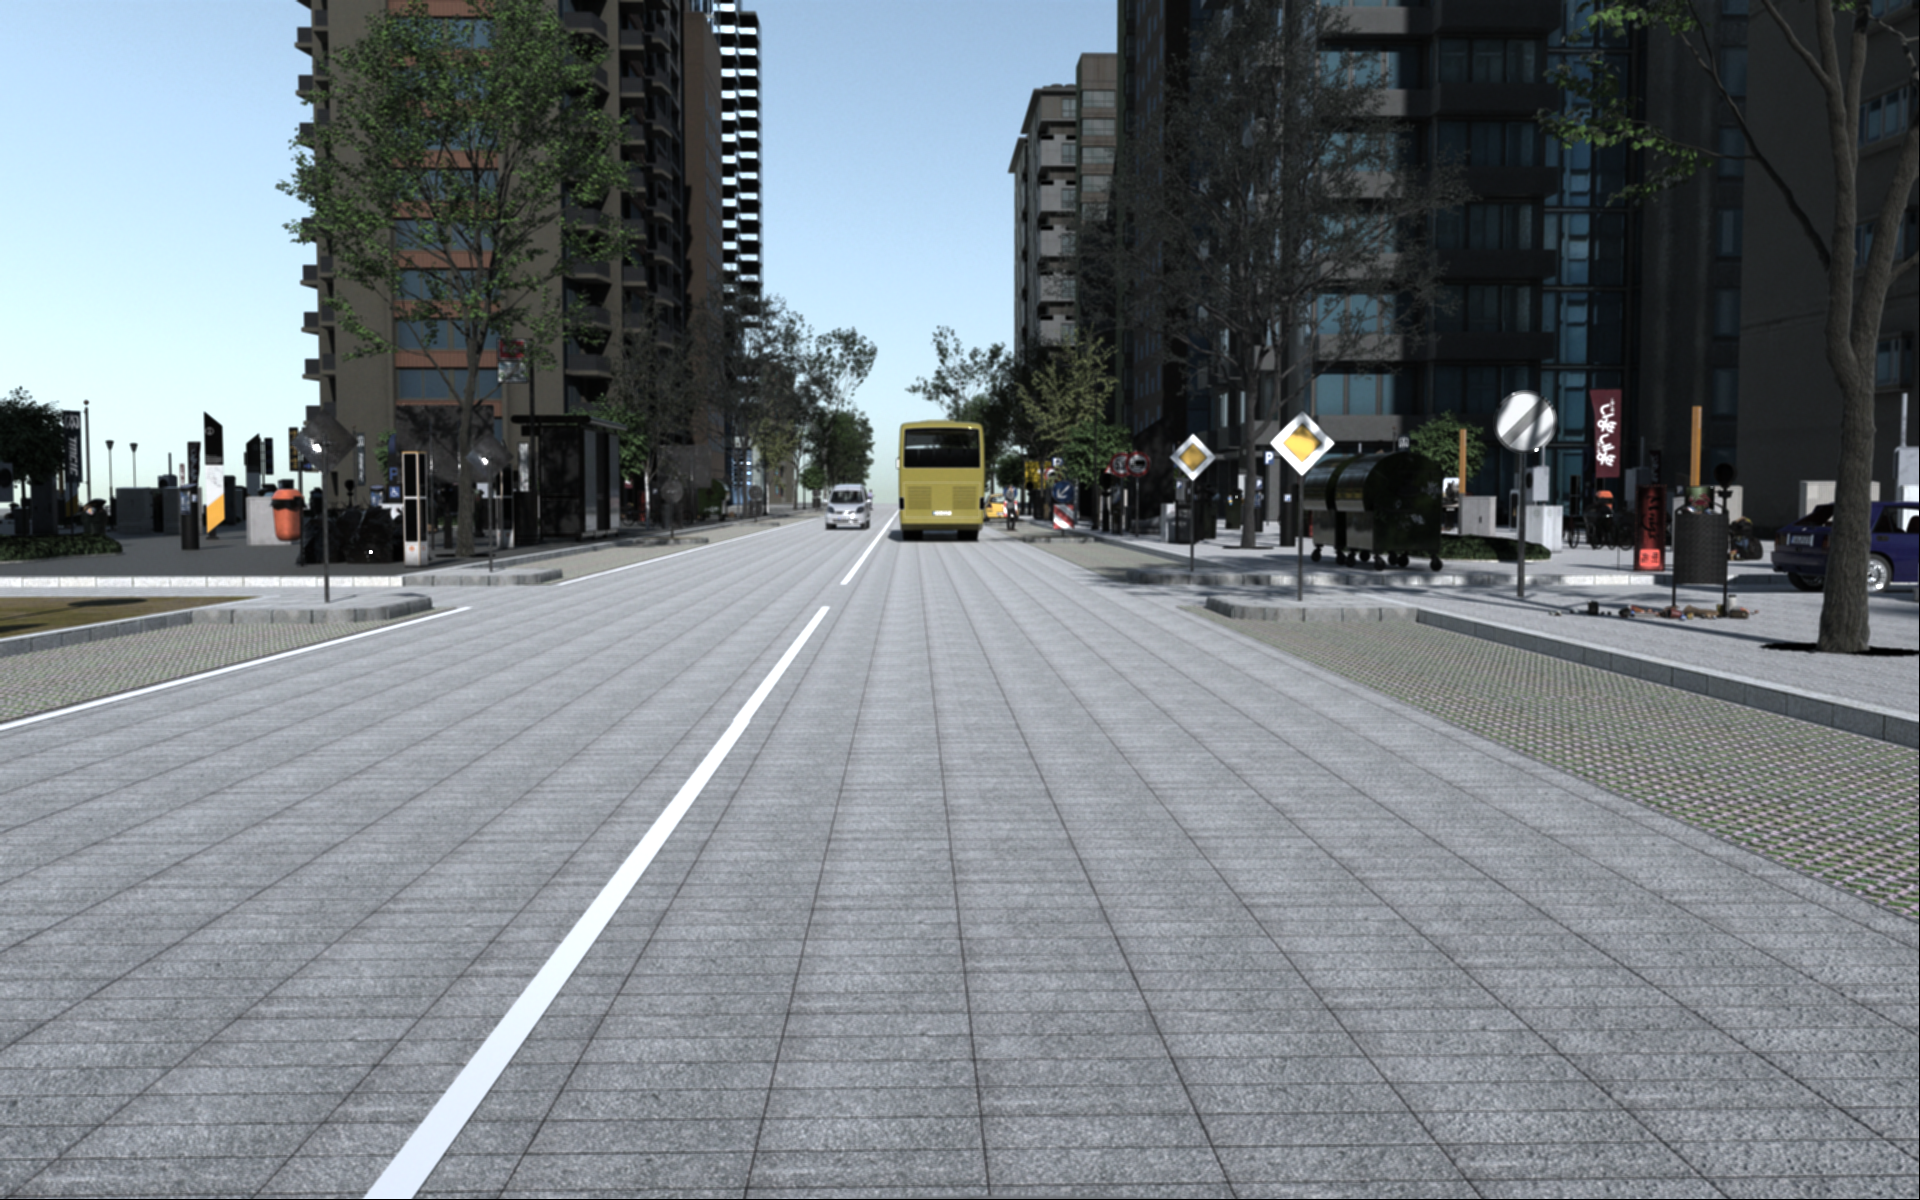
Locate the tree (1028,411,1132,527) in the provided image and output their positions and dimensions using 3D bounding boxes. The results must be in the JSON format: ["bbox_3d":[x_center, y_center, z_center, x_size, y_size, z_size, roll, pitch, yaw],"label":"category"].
[{"bbox_3d":[5.474,-5.177,68.356,4.285,4.588,4.351,0,3,0],"label":"tree"}]

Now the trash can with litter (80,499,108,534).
[{"bbox_3d":[-21.128,-1.863,41.853,1.055,1.170,0.624,2,4,23],"label":"trash can with litter"}]

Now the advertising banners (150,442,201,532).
[{"bbox_3d":[-26.278,-3.784,58.054,2.074,3.025,0.090,1,4,17],"label":"advertising banners"}]

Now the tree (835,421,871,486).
[{"bbox_3d":[-17.337,-21.006,261.579,7.486,12.596,7.792,0,3,0],"label":"tree"}]

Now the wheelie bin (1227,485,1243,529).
[{"bbox_3d":[9.954,-3.368,62.976,0.693,1.594,0.980,1,4,8],"label":"wheelie bin"}]

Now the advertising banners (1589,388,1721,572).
[{"bbox_3d":[11.442,-1.982,28.586,2.074,3.025,0.090,1,4,12],"label":"advertising banners"}]

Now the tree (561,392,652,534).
[{"bbox_3d":[-11.478,-4.429,56.125,4.285,4.588,4.351,0,3,0],"label":"tree"}]

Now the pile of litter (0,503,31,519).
[{"bbox_3d":[-48.730,-4.607,89.295,1.719,0.858,1.176,0,4,-8],"label":"pile of litter"}]

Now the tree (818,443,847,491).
[{"bbox_3d":[-16.339,-16.768,224.513,4.360,8.622,3.978,0,3,0],"label":"tree"}]

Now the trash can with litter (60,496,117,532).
[{"bbox_3d":[-29.313,-2.960,59.453,1.678,1.210,2.233,0,4,6],"label":"trash can with litter"}]

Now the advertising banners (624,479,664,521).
[{"bbox_3d":[-14.913,-5.228,81.671,2.074,3.025,0.090,-1,4,-21],"label":"advertising banners"}]

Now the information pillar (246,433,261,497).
[{"bbox_3d":[-27.030,-4.585,66.317,0.504,3.616,0.183,-2,4,-28],"label":"information pillar"}]

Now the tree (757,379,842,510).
[{"bbox_3d":[-13.045,-12.586,140.188,7.601,10.594,8.767,0,4,8],"label":"tree"}]

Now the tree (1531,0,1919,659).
[{"bbox_3d":[7.149,-5.370,13.561,9.928,11.665,9.643,0,3,0],"label":"tree"}]

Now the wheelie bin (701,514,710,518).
[{"bbox_3d":[-13.545,-5.120,91.628,0.693,1.594,0.980,2,4,32],"label":"wheelie bin"}]

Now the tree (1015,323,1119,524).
[{"bbox_3d":[4.747,-7.549,73.787,4.737,8.622,4.395,0,3,0],"label":"tree"}]

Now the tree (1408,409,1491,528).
[{"bbox_3d":[18.693,-5.077,66.716,4.285,4.588,4.351,0,3,0],"label":"tree"}]

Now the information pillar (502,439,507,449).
[{"bbox_3d":[-19.395,-5.042,73.785,0.183,3.616,0.504,-2,4,-32],"label":"information pillar"}]

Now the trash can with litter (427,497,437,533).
[{"bbox_3d":[-17.449,-2.796,57.103,0.624,1.170,1.055,-2,4,-28],"label":"trash can with litter"}]

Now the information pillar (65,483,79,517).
[{"bbox_3d":[-36.780,-4.910,71.638,0.504,3.616,0.183,-2,4,-27],"label":"information pillar"}]

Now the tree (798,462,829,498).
[{"bbox_3d":[-14.469,-11.509,171.880,4.285,4.588,4.351,0,3,0],"label":"tree"}]

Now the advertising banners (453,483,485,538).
[{"bbox_3d":[-14.667,-3.383,51.494,0.090,3.025,2.074,-3,5,-42],"label":"advertising banners"}]

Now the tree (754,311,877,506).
[{"bbox_3d":[-15.223,-19.837,180.229,12.611,20.169,13.585,0,3,0],"label":"tree"}]

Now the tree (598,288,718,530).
[{"bbox_3d":[-11.134,-6.844,62.254,4.360,8.622,3.978,0,3,0],"label":"tree"}]

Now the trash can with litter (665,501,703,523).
[{"bbox_3d":[-12.558,-4.033,76.994,2.233,1.210,1.678,1,4,17],"label":"trash can with litter"}]

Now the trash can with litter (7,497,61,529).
[{"bbox_3d":[-33.818,-3.268,64.495,2.233,1.210,1.678,1,4,12],"label":"trash can with litter"}]

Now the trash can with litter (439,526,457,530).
[{"bbox_3d":[-18.973,-3.076,61.348,2.233,1.210,1.678,-1,4,-15],"label":"trash can with litter"}]

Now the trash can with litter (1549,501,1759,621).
[{"bbox_3d":[7.382,-0.442,18.293,2.233,1.210,1.678,1,4,13],"label":"trash can with litter"}]

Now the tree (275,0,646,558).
[{"bbox_3d":[-9.984,-6.689,35.116,9.928,11.665,9.643,0,3,0],"label":"tree"}]

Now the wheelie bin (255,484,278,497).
[{"bbox_3d":[-21.413,-2.801,53.708,0.980,1.594,0.693,2,4,33],"label":"wheelie bin"}]

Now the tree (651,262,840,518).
[{"bbox_3d":[-11.694,-11.160,92.829,12.009,13.543,11.850,0,3,0],"label":"tree"}]

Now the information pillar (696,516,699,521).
[{"bbox_3d":[-12.529,-5.592,82.782,0.183,3.616,0.504,0,4,-7],"label":"information pillar"}]

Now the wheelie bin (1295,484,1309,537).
[{"bbox_3d":[10.318,-2.679,51.718,0.980,1.594,0.693,0,4,8],"label":"wheelie bin"}]

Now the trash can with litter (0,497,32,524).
[{"bbox_3d":[-41.085,-3.940,75.485,2.233,1.210,1.678,-2,4,-34],"label":"trash can with litter"}]

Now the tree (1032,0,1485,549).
[{"bbox_3d":[6.921,-7.945,40.270,12.009,13.543,11.850,0,3,0],"label":"tree"}]

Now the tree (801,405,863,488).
[{"bbox_3d":[-14.928,-16.906,202.167,9.928,11.665,9.643,0,3,0],"label":"tree"}]

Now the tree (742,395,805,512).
[{"bbox_3d":[-13.242,-10.434,120.960,4.737,8.622,4.395,0,3,0],"label":"tree"}]

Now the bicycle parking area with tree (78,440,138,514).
[{"bbox_3d":[-46.211,-6.624,95.301,9.016,4.147,8.231,0,4,1],"label":"bicycle parking area with tree"}]

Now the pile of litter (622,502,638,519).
[{"bbox_3d":[-16.900,-4.532,88.056,1.719,0.858,1.176,-1,4,-14],"label":"pile of litter"}]

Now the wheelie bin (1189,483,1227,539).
[{"bbox_3d":[7.047,-2.557,49.711,0.693,1.594,0.980,3,4,38],"label":"wheelie bin"}]

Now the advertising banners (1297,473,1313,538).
[{"bbox_3d":[10.269,-3.303,50.194,0.090,3.025,2.074,-1,4,-21],"label":"advertising banners"}]

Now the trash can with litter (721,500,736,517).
[{"bbox_3d":[-12.952,-5.167,95.871,1.055,1.170,0.624,-3,4,-36],"label":"trash can with litter"}]

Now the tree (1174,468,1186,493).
[{"bbox_3d":[10.890,-5.736,88.380,1.663,3.219,1.824,0,3,0],"label":"tree"}]

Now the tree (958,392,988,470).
[{"bbox_3d":[3.149,-14.673,165.654,9.928,11.665,9.643,0,3,0],"label":"tree"}]

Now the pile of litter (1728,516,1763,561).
[{"bbox_3d":[14.966,-1.213,33.796,1.719,0.858,1.176,-2,4,-26],"label":"pile of litter"}]

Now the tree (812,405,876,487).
[{"bbox_3d":[-16.883,-20.940,249.030,9.857,13.997,8.962,0,3,0],"label":"tree"}]

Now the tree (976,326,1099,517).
[{"bbox_3d":[4.392,-9.958,97.233,8.767,10.594,7.601,3,4,36],"label":"tree"}]

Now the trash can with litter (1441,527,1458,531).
[{"bbox_3d":[16.666,-3.031,60.618,1.678,1.210,2.233,-1,4,-18],"label":"trash can with litter"}]

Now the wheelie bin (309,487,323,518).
[{"bbox_3d":[-30.419,-4.534,82.032,0.693,1.594,0.980,-3,5,-44],"label":"wheelie bin"}]
